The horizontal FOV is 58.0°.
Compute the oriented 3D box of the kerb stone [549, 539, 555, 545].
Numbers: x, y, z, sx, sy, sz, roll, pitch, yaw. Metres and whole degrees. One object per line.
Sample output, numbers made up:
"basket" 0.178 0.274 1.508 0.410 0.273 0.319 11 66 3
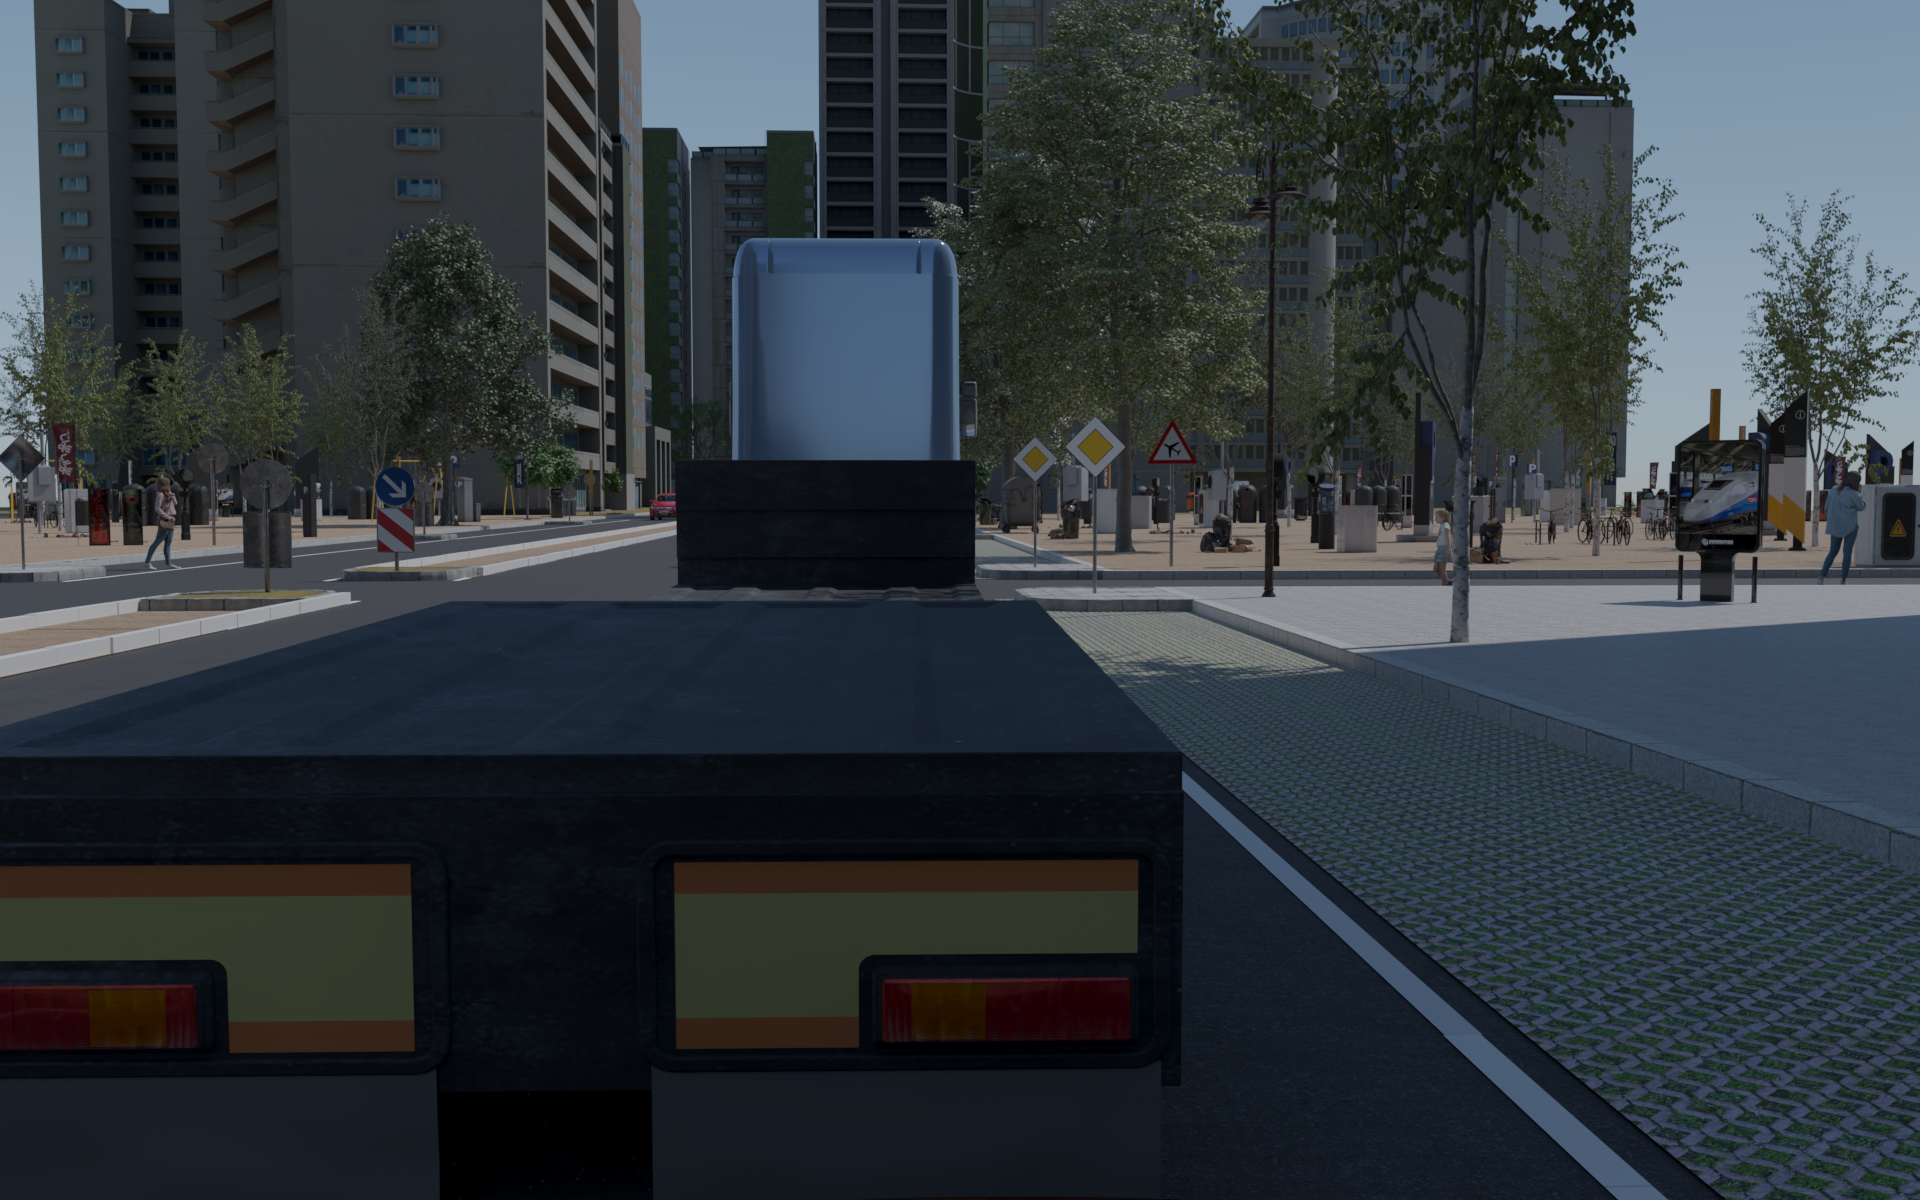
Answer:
"kerb stone" -11.472 -1.588 48.167 0.120 0.150 1.000 0 4 -3

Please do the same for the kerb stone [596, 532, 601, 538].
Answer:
"kerb stone" -11.920 -2.090 56.361 0.120 0.150 1.000 0 4 -3

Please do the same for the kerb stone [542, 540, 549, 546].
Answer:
"kerb stone" -11.419 -1.526 47.138 0.120 0.150 1.000 0 4 -3

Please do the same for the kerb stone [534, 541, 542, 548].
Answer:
"kerb stone" -11.360 -1.463 46.118 0.120 0.150 1.000 0 4 -3

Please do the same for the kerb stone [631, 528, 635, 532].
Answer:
"kerb stone" -12.342 -2.585 64.537 0.120 0.150 1.000 0 4 -3

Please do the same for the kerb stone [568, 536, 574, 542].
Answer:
"kerb stone" -11.646 -1.773 51.245 0.120 0.150 1.000 0 4 -3

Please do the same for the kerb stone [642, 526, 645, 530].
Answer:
"kerb stone" -12.513 -2.778 67.613 0.120 0.150 1.000 0 4 -3

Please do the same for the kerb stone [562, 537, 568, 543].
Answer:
"kerb stone" -11.590 -1.714 50.211 0.120 0.150 1.000 0 4 -3

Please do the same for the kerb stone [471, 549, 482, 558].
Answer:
"kerb stone" -10.978 -1.022 38.945 0.120 0.150 1.000 0 4 -3

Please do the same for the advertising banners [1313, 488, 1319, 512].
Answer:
"advertising banners" 21.868 -6.659 105.062 0.090 3.025 2.074 2 4 25

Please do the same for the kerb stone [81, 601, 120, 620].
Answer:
"kerb stone" -9.989 0.137 19.959 0.120 0.150 1.000 0 4 -3

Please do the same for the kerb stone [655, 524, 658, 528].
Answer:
"kerb stone" -12.734 -3.021 71.698 0.120 0.150 1.000 0 4 -3

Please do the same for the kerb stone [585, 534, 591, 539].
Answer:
"kerb stone" -11.807 -1.965 54.319 0.120 0.150 1.000 0 4 -3

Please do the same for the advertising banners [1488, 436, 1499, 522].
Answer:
"advertising banners" 16.510 -3.510 53.573 0.090 3.025 2.074 1 4 11

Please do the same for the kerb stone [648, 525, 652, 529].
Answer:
"kerb stone" -12.614 -2.903 69.655 0.120 0.150 1.000 0 4 -3

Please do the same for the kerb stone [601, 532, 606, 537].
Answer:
"kerb stone" -11.964 -2.152 57.382 0.120 0.150 1.000 0 4 -3

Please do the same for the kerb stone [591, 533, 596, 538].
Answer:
"kerb stone" -11.861 -2.027 55.341 0.120 0.150 1.000 0 4 -3

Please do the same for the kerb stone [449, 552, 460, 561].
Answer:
"kerb stone" -10.877 -0.899 36.896 0.120 0.150 1.000 0 4 -3

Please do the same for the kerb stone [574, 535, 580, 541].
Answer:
"kerb stone" -11.695 -1.839 52.266 0.120 0.150 1.000 0 4 -3

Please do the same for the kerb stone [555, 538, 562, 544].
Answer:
"kerb stone" -11.534 -1.651 49.191 0.120 0.150 1.000 0 4 -3

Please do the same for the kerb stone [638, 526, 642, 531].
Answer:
"kerb stone" -12.454 -2.711 66.593 0.120 0.150 1.000 0 4 -3

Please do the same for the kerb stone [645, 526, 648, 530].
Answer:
"kerb stone" -12.572 -2.839 68.634 0.120 0.150 1.000 0 4 -3

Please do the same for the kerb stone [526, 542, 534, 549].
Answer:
"kerb stone" -11.313 -1.400 45.092 0.120 0.150 1.000 0 4 -3

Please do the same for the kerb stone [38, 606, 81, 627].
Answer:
"kerb stone" -9.929 0.199 18.939 0.120 0.150 1.000 0 4 -3

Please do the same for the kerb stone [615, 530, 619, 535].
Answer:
"kerb stone" -12.130 -2.340 60.448 0.120 0.150 1.000 0 4 -3

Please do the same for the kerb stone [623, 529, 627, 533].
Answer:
"kerb stone" -12.240 -2.465 62.495 0.120 0.150 1.000 0 4 -3

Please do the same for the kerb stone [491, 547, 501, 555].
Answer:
"kerb stone" -11.099 -1.148 40.990 0.120 0.150 1.000 0 4 -3

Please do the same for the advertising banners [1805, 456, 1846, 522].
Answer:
"advertising banners" 40.302 -5.183 80.932 0.090 3.025 2.074 -3 5 -39

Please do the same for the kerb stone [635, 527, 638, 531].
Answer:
"kerb stone" -12.400 -2.653 65.566 0.120 0.150 1.000 0 4 -3

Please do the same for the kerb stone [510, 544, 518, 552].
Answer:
"kerb stone" -11.201 -1.275 43.048 0.120 0.150 1.000 0 4 -3

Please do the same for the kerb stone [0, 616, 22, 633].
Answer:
"kerb stone" -9.864 0.269 17.916 0.120 0.150 1.000 0 4 -3

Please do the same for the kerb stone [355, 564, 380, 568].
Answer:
"kerb stone" -10.554 -0.520 30.758 0.120 0.150 1.000 0 4 -3

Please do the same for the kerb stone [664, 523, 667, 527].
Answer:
"kerb stone" -12.892 -3.216 74.772 0.120 0.150 1.000 0 4 -3

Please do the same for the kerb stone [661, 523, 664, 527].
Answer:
"kerb stone" -12.841 -3.153 73.751 0.120 0.150 1.000 0 4 -3

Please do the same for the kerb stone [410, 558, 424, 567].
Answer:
"kerb stone" -10.715 -0.711 33.827 0.120 0.150 1.000 0 4 -3

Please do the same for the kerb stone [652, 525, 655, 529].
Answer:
"kerb stone" -12.676 -2.963 70.677 0.120 0.150 1.000 0 4 -3

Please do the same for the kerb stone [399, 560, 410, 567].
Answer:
"kerb stone" -10.662 -0.649 32.806 0.120 0.150 1.000 0 4 -3

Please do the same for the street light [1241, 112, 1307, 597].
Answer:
"street light" 3.851 -2.975 21.423 0.468 5.910 1.993 0 4 -3

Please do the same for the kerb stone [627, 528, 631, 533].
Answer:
"kerb stone" -12.290 -2.527 63.516 0.120 0.150 1.000 0 4 -3

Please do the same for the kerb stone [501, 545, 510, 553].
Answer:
"kerb stone" -11.150 -1.212 42.014 0.120 0.150 1.000 0 4 -3

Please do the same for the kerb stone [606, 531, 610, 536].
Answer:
"kerb stone" -12.024 -2.212 58.407 0.120 0.150 1.000 0 4 -3

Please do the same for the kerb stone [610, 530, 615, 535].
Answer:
"kerb stone" -12.074 -2.277 59.427 0.120 0.150 1.000 0 4 -3

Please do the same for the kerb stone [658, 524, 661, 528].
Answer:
"kerb stone" -12.783 -3.085 72.727 0.120 0.150 1.000 0 4 -3

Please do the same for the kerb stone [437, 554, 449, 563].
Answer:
"kerb stone" -10.823 -0.830 35.876 0.120 0.150 1.000 0 4 -3

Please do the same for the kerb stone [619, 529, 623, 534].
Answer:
"kerb stone" -12.186 -2.400 61.471 0.120 0.150 1.000 0 4 -3

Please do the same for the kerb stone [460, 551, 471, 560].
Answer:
"kerb stone" -10.934 -0.962 37.924 0.120 0.150 1.000 0 4 -3

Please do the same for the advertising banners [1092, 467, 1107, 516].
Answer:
"advertising banners" 8.151 -6.469 101.952 0.090 3.025 2.074 3 5 41

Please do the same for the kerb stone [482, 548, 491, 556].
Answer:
"kerb stone" -11.043 -1.086 39.966 0.120 0.150 1.000 0 4 -3

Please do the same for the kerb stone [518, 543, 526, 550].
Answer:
"kerb stone" -11.268 -1.333 44.071 0.120 0.150 1.000 0 4 -3

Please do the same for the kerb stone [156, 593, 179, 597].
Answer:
"kerb stone" -10.081 0.016 22.006 0.120 0.150 1.000 0 4 -3

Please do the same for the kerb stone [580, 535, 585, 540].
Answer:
"kerb stone" -11.749 -1.901 53.291 0.120 0.150 1.000 0 4 -3

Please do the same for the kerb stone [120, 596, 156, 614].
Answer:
"kerb stone" -10.037 0.074 20.981 0.120 0.150 1.000 0 4 -3

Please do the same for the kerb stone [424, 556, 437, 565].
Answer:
"kerb stone" -10.764 -0.774 34.855 0.120 0.150 1.000 0 4 -3

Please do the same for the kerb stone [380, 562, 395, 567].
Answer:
"kerb stone" -10.603 -0.586 31.781 0.120 0.150 1.000 0 4 -3

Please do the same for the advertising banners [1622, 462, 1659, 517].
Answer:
"advertising banners" 37.538 -6.077 95.542 0.090 3.025 2.074 -3 5 -40
